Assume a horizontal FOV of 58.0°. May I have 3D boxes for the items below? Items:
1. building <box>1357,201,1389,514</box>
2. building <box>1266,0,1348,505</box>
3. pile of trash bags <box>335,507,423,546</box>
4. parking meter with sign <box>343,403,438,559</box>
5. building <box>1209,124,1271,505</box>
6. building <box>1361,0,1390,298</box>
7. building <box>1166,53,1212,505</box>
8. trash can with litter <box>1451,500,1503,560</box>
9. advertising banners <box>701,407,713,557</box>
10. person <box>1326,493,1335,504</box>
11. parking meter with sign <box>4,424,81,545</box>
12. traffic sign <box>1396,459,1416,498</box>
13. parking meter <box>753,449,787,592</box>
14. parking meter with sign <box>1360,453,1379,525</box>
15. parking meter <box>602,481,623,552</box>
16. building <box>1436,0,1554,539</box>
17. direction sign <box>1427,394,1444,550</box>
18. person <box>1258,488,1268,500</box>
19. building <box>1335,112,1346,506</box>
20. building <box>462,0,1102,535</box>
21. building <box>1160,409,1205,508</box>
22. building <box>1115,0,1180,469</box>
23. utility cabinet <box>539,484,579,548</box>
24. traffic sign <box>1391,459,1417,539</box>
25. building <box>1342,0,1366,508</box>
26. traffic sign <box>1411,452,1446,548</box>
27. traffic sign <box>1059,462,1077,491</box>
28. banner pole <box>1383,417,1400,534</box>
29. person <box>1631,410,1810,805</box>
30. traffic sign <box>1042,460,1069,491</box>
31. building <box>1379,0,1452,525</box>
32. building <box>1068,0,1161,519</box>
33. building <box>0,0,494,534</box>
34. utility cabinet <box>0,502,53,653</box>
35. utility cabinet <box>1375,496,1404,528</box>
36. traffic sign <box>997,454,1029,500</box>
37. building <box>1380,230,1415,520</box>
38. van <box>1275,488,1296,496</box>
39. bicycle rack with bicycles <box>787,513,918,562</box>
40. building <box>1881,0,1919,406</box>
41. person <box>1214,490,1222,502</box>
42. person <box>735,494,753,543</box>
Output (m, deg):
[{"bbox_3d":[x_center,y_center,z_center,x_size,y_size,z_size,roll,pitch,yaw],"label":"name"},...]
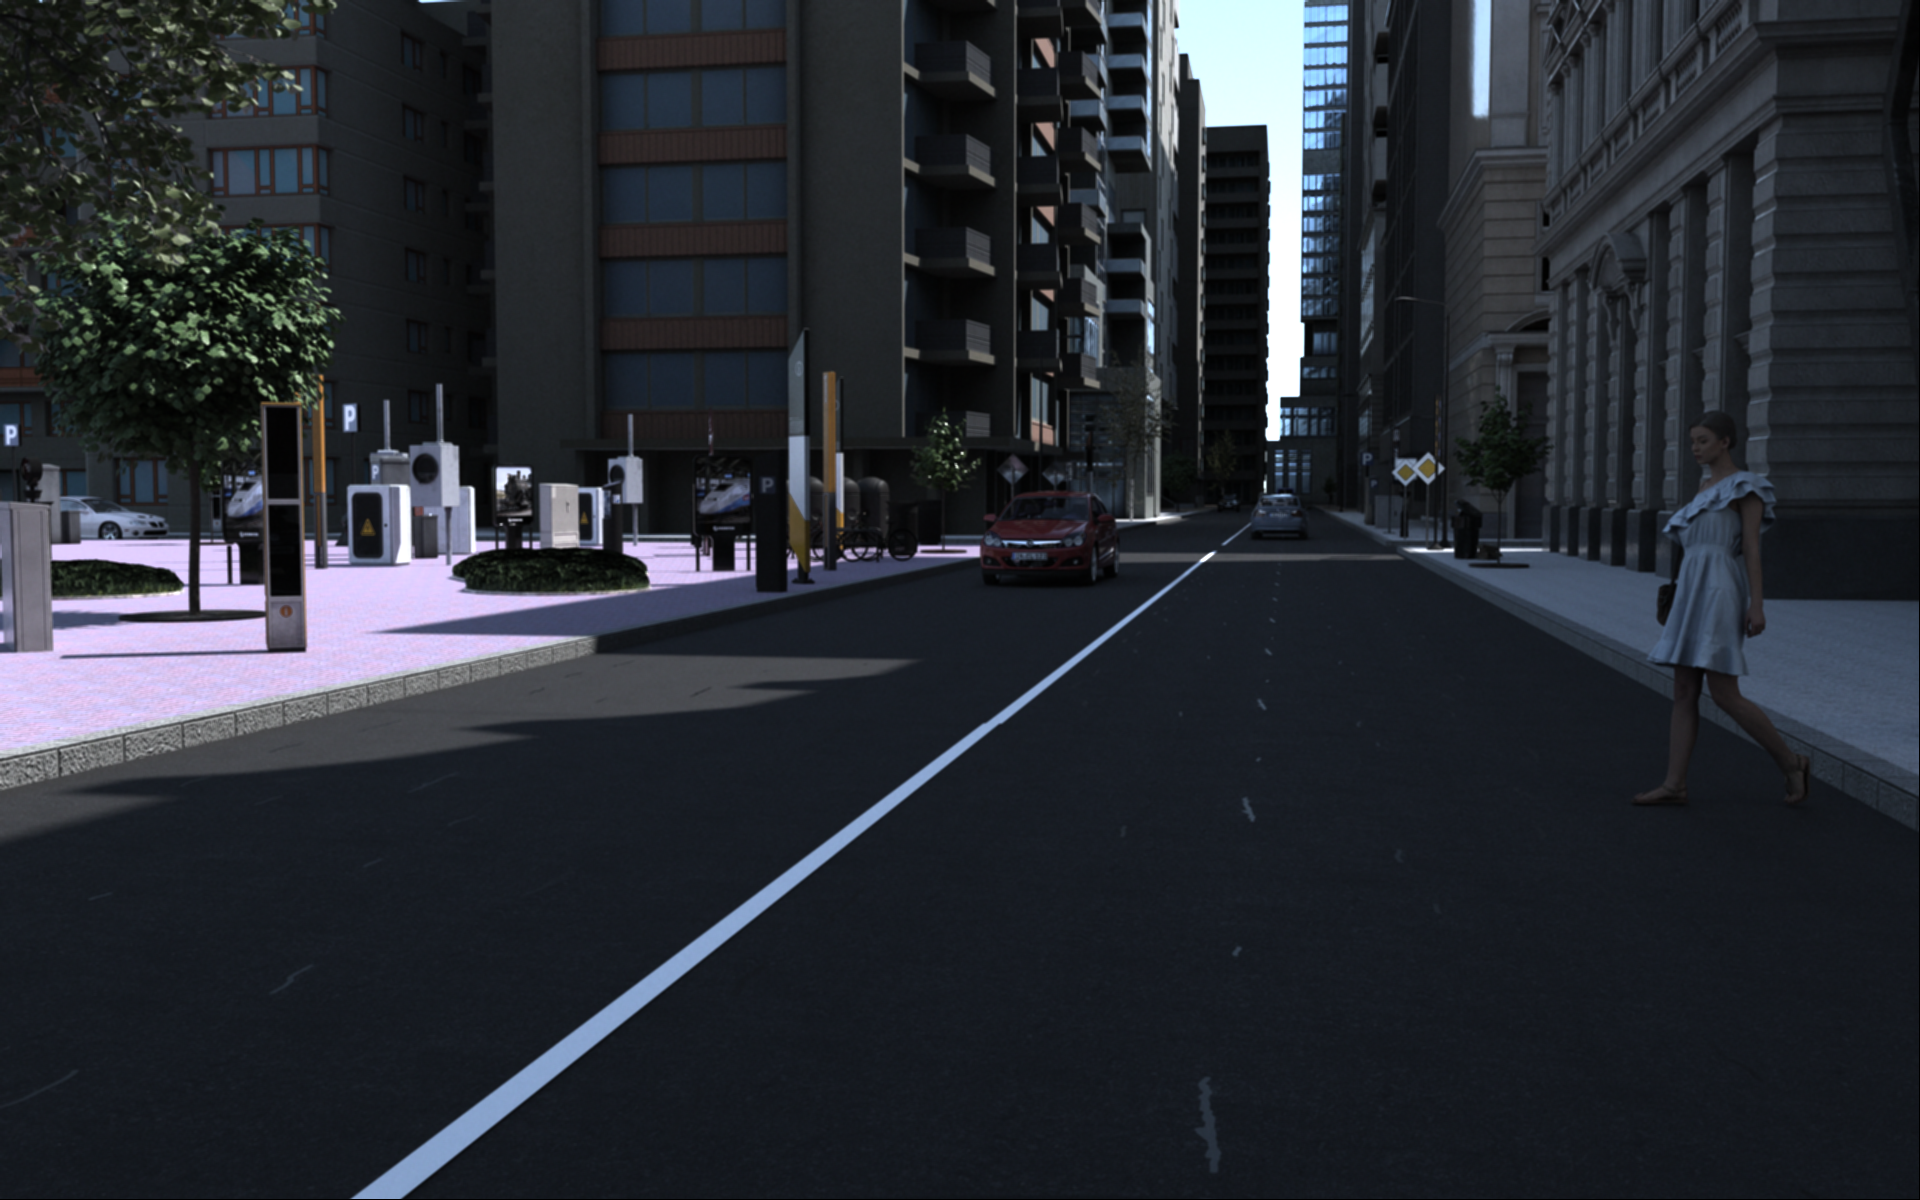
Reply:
[{"bbox_3d":[31.102,-16.115,112.630,9.793,20.994,18.267,1,4,11],"label":"building"},{"bbox_3d":[53.988,-55.082,213.257,31.000,86.520,22.319,1,4,11],"label":"building"},{"bbox_3d":[-13.815,-2.001,42.476,3.447,1.369,1.912,3,5,44],"label":"pile of trash bags"},{"bbox_3d":[-11.171,-2.314,34.092,0.543,3.016,1.738,3,5,42],"label":"parking meter with sign"},{"bbox_3d":[28.054,-36.398,218.812,21.600,48.544,21.300,1,4,11],"label":"building"},{"bbox_3d":[46.137,-33.504,137.023,28.713,52.752,27.495,1,4,11],"label":"building"},{"bbox_3d":[15.746,-34.639,190.048,21.600,48.544,21.300,1,4,11],"label":"building"},{"bbox_3d":[10.200,-1.389,34.094,0.624,1.170,1.055,-3,4,-37],"label":"trash can with litter"},{"bbox_3d":[-5.248,-2.429,35.903,0.090,3.025,2.074,-1,4,-14],"label":"advertising banners"},{"bbox_3d":[43.154,-11.752,201.476,1.217,1.723,0.721,1,4,20],"label":"person"},{"bbox_3d":[-23.244,-2.917,43.958,0.543,3.016,1.738,2,4,25],"label":"parking meter with sign"},{"bbox_3d":[12.830,-2.921,49.884,0.606,2.300,0.079,1,4,11],"label":"traffic sign"},{"bbox_3d":[-2.488,-1.040,22.709,0.399,1.863,0.255,1,4,15],"label":"parking meter"},{"bbox_3d":[17.104,-4.632,71.999,0.543,3.016,1.738,0,4,-1],"label":"parking meter with sign"},{"bbox_3d":[-6.574,-1.490,32.770,0.372,1.533,0.369,0,3,0],"label":"parking meter"},{"bbox_3d":[25.421,-16.323,52.783,20.117,28.700,13.634,1,4,11],"label":"building"},{"bbox_3d":[10.932,-2.919,39.723,0.379,3.537,0.876,1,4,22],"label":"direction sign"},{"bbox_3d":[17.422,-5.567,99.715,0.606,1.804,0.583,0,4,-7],"label":"person"},{"bbox_3d":[48.039,-30.821,187.509,14.154,41.232,14.086,1,4,11],"label":"building"},{"bbox_3d":[-6.347,-25.208,66.771,22.147,44.769,28.867,1,4,11],"label":"building"},{"bbox_3d":[7.073,-29.018,166.318,32.217,40.220,23.993,1,4,11],"label":"building"},{"bbox_3d":[3.536,-33.706,140.335,28.713,52.752,27.495,1,4,11],"label":"building"},{"bbox_3d":[-8.574,-1.740,37.130,0.318,1.500,1.173,1,4,16],"label":"utility cabinet"},{"bbox_3d":[12.557,-2.765,48.851,0.795,2.450,0.064,1,4,11],"label":"traffic sign"},{"bbox_3d":[47.391,-38.098,164.905,21.231,58.520,28.212,1,4,11],"label":"building"},{"bbox_3d":[11.069,-2.285,41.005,0.795,2.450,0.064,1,4,11],"label":"traffic sign"},{"bbox_3d":[3.377,-3.202,54.474,0.606,2.300,0.079,1,4,17],"label":"traffic sign"},{"bbox_3d":[14.044,-4.042,56.102,0.401,3.779,0.863,-1,4,-13],"label":"banner pole"},{"bbox_3d":[3.486,0.038,7.967,0.778,1.811,0.616,0,4,2],"label":"person"},{"bbox_3d":[2.790,-2.879,50.717,0.795,2.450,0.064,1,4,11],"label":"traffic sign"},{"bbox_3d":[25.577,-17.058,72.399,14.314,27.812,24.014,1,4,11],"label":"building"},{"bbox_3d":[1.314,-48.313,102.584,22.319,86.520,31.000,1,4,11],"label":"building"},{"bbox_3d":[-32.161,-13.869,71.791,28.899,21.520,27.650,1,4,11],"label":"building"},{"bbox_3d":[-7.797,-0.202,14.468,0.306,1.237,1.020,-2,4,-33],"label":"utility cabinet"},{"bbox_3d":[16.069,-3.282,64.822,1.020,1.237,0.306,-1,4,-9],"label":"utility cabinet"},{"bbox_3d":[1.302,-2.399,42.871,0.795,2.450,0.064,1,4,11],"label":"traffic sign"},{"bbox_3d":[28.657,-14.034,94.076,10.561,19.102,19.286,1,4,11],"label":"building"},{"bbox_3d":[35.221,-11.199,187.489,2.240,2.365,5.245,1,4,10],"label":"van"},{"bbox_3d":[-2.270,-1.218,33.299,2.925,0.926,2.852,0,4,1],"label":"bicycle rack with bicycles"},{"bbox_3d":[15.385,-8.730,10.184,16.820,18.784,16.811,1,4,11],"label":"building"},{"bbox_3d":[30.714,-12.054,205.218,1.348,1.869,0.705,2,4,33],"label":"person"},{"bbox_3d":[-6.031,-2.400,48.010,0.573,1.790,0.520,0,4,-4],"label":"person"}]
